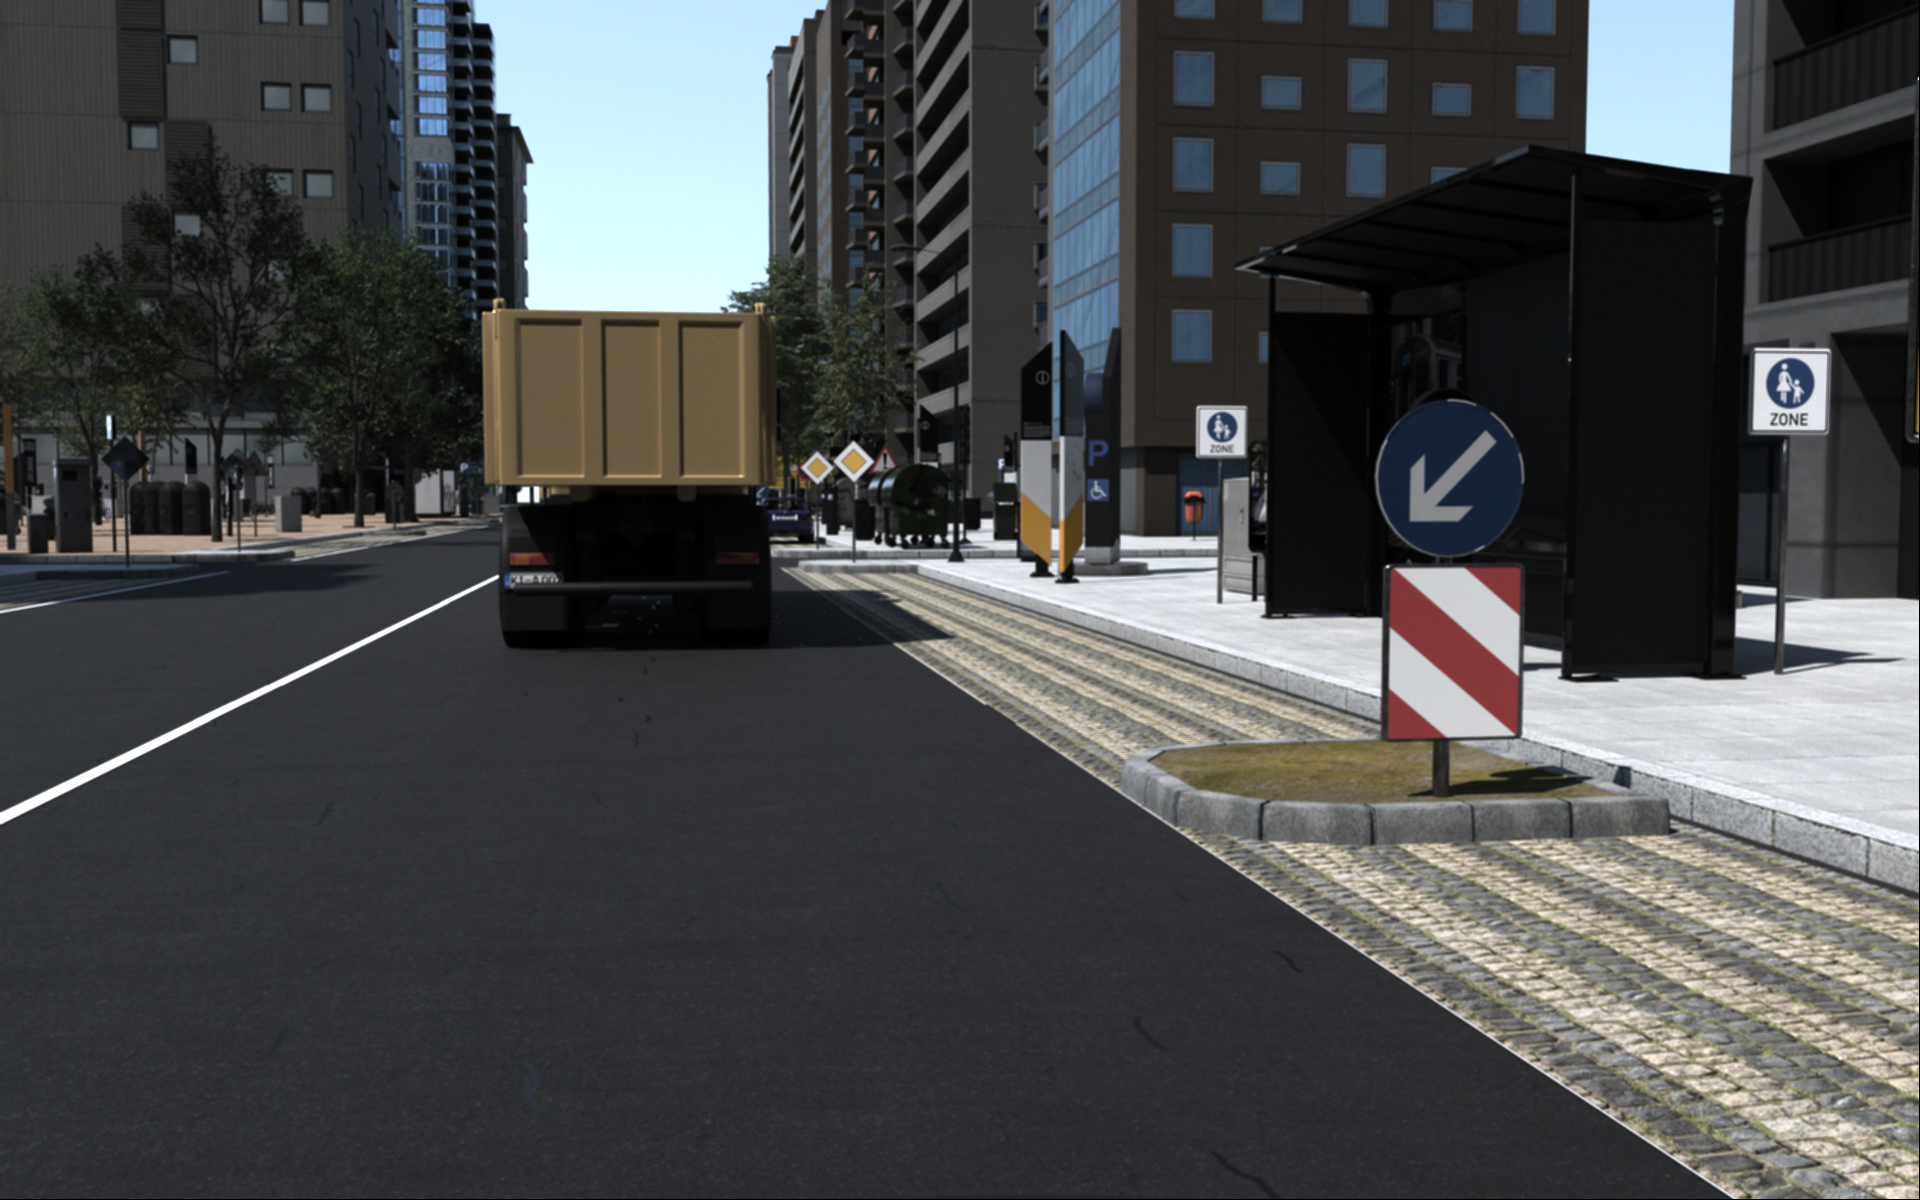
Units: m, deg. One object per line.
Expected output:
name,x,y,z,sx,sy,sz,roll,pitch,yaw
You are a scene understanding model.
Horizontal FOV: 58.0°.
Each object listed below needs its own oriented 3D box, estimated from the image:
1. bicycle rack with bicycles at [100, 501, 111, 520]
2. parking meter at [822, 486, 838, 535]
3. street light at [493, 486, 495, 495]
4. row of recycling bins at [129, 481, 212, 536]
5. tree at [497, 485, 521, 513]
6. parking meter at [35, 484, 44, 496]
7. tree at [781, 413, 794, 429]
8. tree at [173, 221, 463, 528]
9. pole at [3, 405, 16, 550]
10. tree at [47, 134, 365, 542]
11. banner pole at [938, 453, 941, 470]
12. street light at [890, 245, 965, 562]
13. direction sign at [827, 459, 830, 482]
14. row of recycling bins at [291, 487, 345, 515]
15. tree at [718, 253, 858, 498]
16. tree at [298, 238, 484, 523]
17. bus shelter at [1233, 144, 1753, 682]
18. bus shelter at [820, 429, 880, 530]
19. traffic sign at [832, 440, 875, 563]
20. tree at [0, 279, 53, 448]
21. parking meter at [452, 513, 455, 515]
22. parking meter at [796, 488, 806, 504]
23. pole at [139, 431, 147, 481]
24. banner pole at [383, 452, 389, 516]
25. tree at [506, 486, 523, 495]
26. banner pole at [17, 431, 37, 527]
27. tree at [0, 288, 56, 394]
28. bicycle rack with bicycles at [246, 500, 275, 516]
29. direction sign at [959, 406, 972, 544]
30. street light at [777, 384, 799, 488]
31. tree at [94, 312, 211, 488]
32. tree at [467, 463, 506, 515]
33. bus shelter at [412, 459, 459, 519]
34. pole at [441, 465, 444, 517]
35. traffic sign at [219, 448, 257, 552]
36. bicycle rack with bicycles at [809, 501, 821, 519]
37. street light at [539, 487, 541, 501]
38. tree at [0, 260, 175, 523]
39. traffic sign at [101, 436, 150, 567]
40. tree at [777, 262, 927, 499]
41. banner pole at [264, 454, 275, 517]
bicycle rack with bicycles,-43.611,-4.413,85.530,2.852,0.926,2.925,-3,5,-44
parking meter,-4.003,-2.806,54.292,0.372,1.533,0.369,0,3,0
street light,-30.013,-8.621,113.500,1.470,5.913,1.316,-1,4,-10
row of recycling bins,-24.842,-2.893,54.410,3.534,1.692,1.069,2,4,32
tree,-31.273,-10.236,117.728,4.737,8.622,4.395,0,3,0
parking meter,-51.185,-5.543,96.338,0.399,1.863,0.255,1,4,20
tree,-16.671,-13.563,132.122,12.009,13.543,11.850,0,3,0
tree,-22.939,-8.575,65.962,9.928,11.665,9.643,0,3,0
pole,-21.819,-2.808,39.754,0.158,3.312,0.155,0,3,0
tree,-19.923,-6.816,45.856,8.767,10.594,7.601,-1,4,-10
banner pole,-1.410,-6.300,93.022,0.863,3.779,0.401,-1,4,-15
street light,-0.605,-3.668,32.509,1.470,5.913,1.316,-1,4,-10
direction sign,-8.171,-7.357,112.287,0.876,3.537,0.379,0,4,-1
row of recycling bins,-39.974,-6.155,107.744,1.069,1.692,3.534,3,4,37
tree,-8.381,-10.007,81.746,7.486,12.596,7.792,0,3,0
tree,-24.831,-9.852,78.086,9.611,12.733,9.660,0,3,0
bus shelter,4.152,-1.444,14.887,1.731,3.624,6.357,-1,4,-10
bus shelter,-4.162,-4.549,65.656,1.731,3.624,6.357,-1,4,-10
traffic sign,-1.983,-1.754,32.326,0.795,2.450,0.064,-1,4,-10
tree,-32.415,-6.562,57.644,4.737,8.622,4.395,0,3,0
parking meter,-31.085,-5.968,105.989,0.372,1.533,0.369,0,3,0
parking meter,-6.366,-3.727,69.340,0.372,1.533,0.369,0,3,0
pole,-26.346,-3.794,55.867,0.158,3.312,0.155,0,3,0
banner pole,-33.998,-6.893,102.720,0.401,3.779,0.863,-3,4,-37
tree,-34.364,-8.524,133.974,1.663,3.219,1.824,0,3,0
banner pole,-36.996,-4.809,68.643,0.401,3.779,0.863,3,4,39
tree,-29.413,-6.172,51.277,4.360,8.622,3.978,0,3,0
bicycle rack with bicycles,-41.627,-5.480,102.986,2.852,0.926,2.925,3,5,41
direction sign,0.121,-3.229,44.799,0.379,3.537,0.876,1,4,18
street light,-7.333,-6.121,72.613,1.470,5.913,1.316,-1,4,-10
tree,-30.972,-7.087,66.240,4.737,8.622,4.395,0,3,0
tree,-29.657,-6.907,107.535,1.663,3.219,1.824,0,3,0
bus shelter,-28.373,-6.065,93.091,2.014,3.302,5.546,-1,4,-10
pole,-29.109,-6.330,97.340,0.158,3.312,0.155,0,3,0
traffic sign,-15.881,-2.108,38.111,0.795,2.450,0.064,-1,4,-10
bicycle rack with bicycles,-7.028,-5.354,100.919,2.925,0.926,2.852,-1,4,-11
street light,-37.002,-11.146,154.776,1.470,5.913,1.316,-1,4,-10
tree,-39.260,-9.321,78.153,9.928,11.665,9.643,0,3,0
traffic sign,-14.554,-1.627,30.237,0.795,2.450,0.064,-1,4,-10
tree,-3.251,-6.444,55.714,4.737,8.622,4.395,0,3,0
banner pole,-38.444,-6.503,96.333,0.863,3.779,0.401,2,4,24
